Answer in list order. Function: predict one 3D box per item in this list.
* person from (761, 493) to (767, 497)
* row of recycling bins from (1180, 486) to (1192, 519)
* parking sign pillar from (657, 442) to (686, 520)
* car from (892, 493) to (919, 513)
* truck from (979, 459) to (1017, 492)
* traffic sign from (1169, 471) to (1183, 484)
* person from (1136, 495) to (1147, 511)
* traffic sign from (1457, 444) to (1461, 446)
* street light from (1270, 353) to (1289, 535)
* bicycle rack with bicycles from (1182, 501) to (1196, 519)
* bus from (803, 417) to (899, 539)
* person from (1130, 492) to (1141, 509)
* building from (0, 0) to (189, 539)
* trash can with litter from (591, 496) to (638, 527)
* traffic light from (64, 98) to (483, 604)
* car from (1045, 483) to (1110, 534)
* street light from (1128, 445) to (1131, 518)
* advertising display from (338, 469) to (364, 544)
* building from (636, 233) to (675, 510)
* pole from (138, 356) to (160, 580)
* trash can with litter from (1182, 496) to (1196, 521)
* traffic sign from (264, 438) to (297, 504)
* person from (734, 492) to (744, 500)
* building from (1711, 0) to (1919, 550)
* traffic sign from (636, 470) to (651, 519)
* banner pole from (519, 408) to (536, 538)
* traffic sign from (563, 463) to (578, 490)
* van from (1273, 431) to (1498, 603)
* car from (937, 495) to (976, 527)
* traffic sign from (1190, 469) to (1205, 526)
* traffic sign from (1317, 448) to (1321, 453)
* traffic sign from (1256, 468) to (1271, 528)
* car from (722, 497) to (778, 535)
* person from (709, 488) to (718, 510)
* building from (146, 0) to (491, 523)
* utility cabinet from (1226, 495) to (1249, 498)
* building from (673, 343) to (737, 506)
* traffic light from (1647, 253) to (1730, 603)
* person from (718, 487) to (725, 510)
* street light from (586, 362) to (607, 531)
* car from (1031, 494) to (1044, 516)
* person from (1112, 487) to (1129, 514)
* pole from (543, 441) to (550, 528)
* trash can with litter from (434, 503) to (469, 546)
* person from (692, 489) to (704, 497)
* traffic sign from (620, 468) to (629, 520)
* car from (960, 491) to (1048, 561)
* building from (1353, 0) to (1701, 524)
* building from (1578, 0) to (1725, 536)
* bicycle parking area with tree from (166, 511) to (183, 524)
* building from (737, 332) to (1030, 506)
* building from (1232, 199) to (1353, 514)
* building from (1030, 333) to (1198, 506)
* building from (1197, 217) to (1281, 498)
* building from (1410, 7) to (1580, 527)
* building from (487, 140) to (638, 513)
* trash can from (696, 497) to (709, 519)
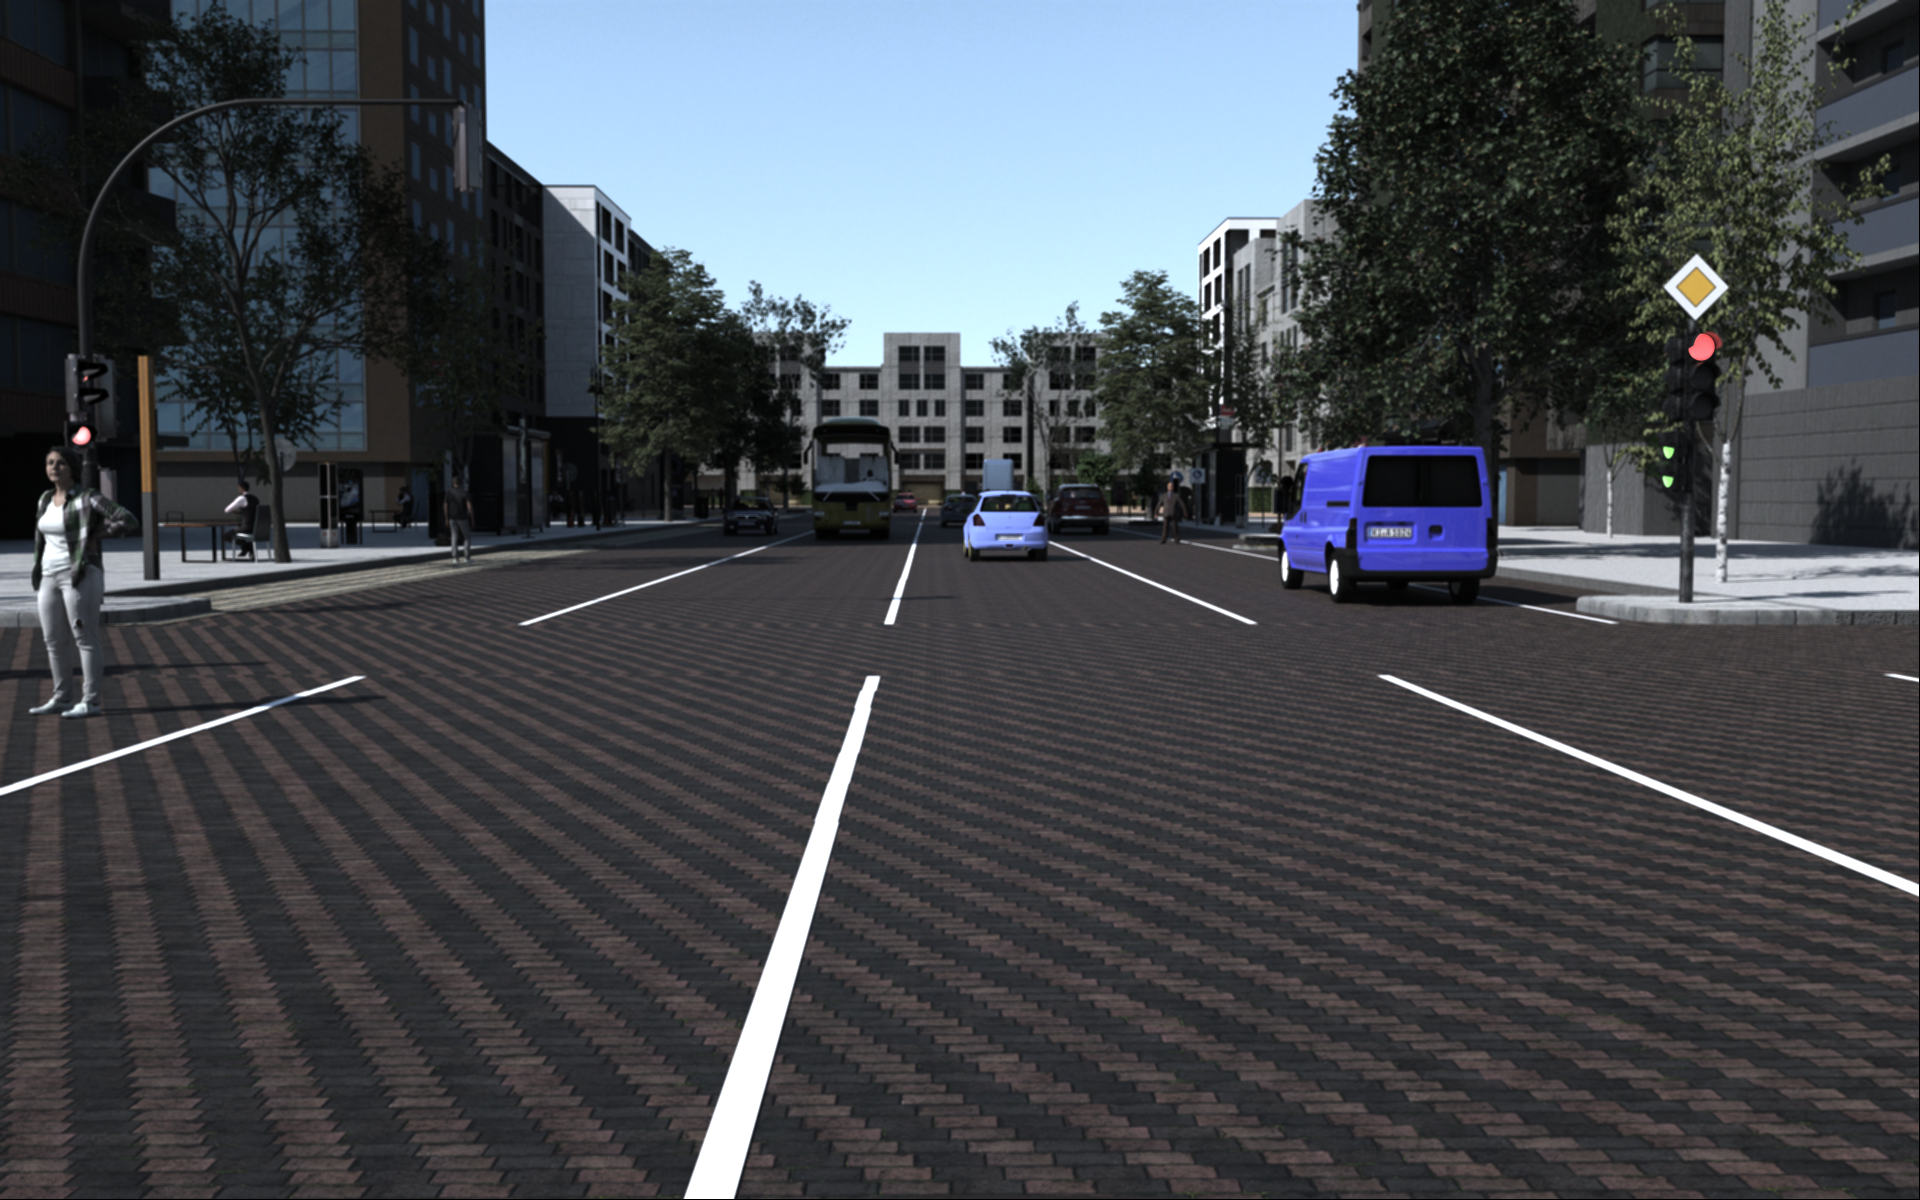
[{"bbox_3d":[-18.074,-9.213,159.898,0.991,1.433,0.599,0,4,2],"label":"person"},{"bbox_3d":[11.634,-5.101,90.508,1.069,1.692,3.534,0,4,5],"label":"row of recycling bins"},{"bbox_3d":[-14.598,-6.067,87.669,1.447,3.967,1.447,2,4,35],"label":"parking sign pillar"},{"bbox_3d":[-4.163,-7.524,132.055,2.155,1.783,4.494,0,4,-1],"label":"car"},{"bbox_3d":[2.923,-8.449,127.894,2.967,4.110,18.799,0,4,0],"label":"truck"},{"bbox_3d":[12.010,-5.879,96.220,0.768,2.556,0.104,0,4,1],"label":"traffic sign"},{"bbox_3d":[14.137,-7.823,133.942,0.705,1.826,1.348,3,5,43],"label":"person"},{"bbox_3d":[12.442,-2.600,42.623,0.768,2.556,0.104,0,4,1],"label":"traffic sign"},{"bbox_3d":[10.069,-4.994,54.444,0.468,5.910,1.993,0,4,-1],"label":"street light"},{"bbox_3d":[11.558,-4.495,86.874,2.925,0.926,2.852,-2,4,-30],"label":"bicycle rack with bicycles"},{"bbox_3d":[-3.617,-4.110,58.749,2.896,3.916,12.252,0,4,-3],"label":"bus"},{"bbox_3d":[14.781,-8.578,146.381,0.705,1.812,1.348,-3,5,-40],"label":"person"},{"bbox_3d":[-34.124,-23.781,43.441,22.147,44.769,28.867,0,4,-1],"label":"building"},{"bbox_3d":[-14.944,-3.886,74.585,1.678,1.210,2.233,-2,4,-28],"label":"trash can with litter"},{"bbox_3d":[-7.956,-2.777,20.073,4.771,5.953,1.251,0,4,-1],"label":"traffic light"},{"bbox_3d":[4.261,-3.327,63.077,2.281,1.827,5.304,0,4,-1],"label":"car"},{"bbox_3d":[9.287,-7.456,94.686,0.468,5.910,1.993,0,4,-1],"label":"street light"},{"bbox_3d":[-15.576,-2.390,44.295,0.974,1.923,0.123,3,4,39],"label":"advertising display"},{"bbox_3d":[-41.772,-18.454,145.702,32.646,21.610,27.936,0,4,-1],"label":"building"},{"bbox_3d":[-12.035,-1.948,25.699,0.158,3.312,0.155,0,3,0],"label":"pole"},{"bbox_3d":[10.861,-4.329,81.841,1.678,1.210,2.233,0,4,-1],"label":"trash can with litter"},{"bbox_3d":[-15.388,-2.392,39.218,0.768,2.556,0.104,0,4,5],"label":"traffic sign"},{"bbox_3d":[-16.267,-7.244,127.667,0.799,1.438,0.628,-2,4,-29],"label":"person"},{"bbox_3d":[35.844,-30.445,39.781,28.212,58.520,21.231,0,4,-1],"label":"building"},{"bbox_3d":[-16.449,-5.495,89.947,0.768,2.556,0.104,0,4,6],"label":"traffic sign"},{"bbox_3d":[-12.697,-3.701,50.527,0.401,3.779,0.863,-2,4,-33],"label":"banner pole"},{"bbox_3d":[-16.056,-4.339,71.048,0.768,2.556,0.104,0,4,4],"label":"traffic sign"},{"bbox_3d":[5.828,-1.223,24.384,2.240,2.365,5.245,0,4,0],"label":"van"},{"bbox_3d":[0.021,-3.918,76.066,2.014,1.417,4.499,0,4,-2],"label":"car"},{"bbox_3d":[9.387,-4.061,68.532,0.606,2.300,0.079,0,4,7],"label":"traffic sign"},{"bbox_3d":[10.027,-2.949,48.215,0.884,2.594,0.081,1,4,8],"label":"traffic sign"},{"bbox_3d":[11.451,-3.869,65.380,0.606,2.300,0.079,0,4,3],"label":"traffic sign"},{"bbox_3d":[-7.373,-2.971,61.162,1.945,1.354,3.894,0,4,-2],"label":"car"},{"bbox_3d":[-20.041,-8.211,141.005,0.721,1.736,1.217,2,4,28],"label":"person"},{"bbox_3d":[-31.079,-26.387,81.537,14.600,45.320,14.200,0,4,-1],"label":"building"},{"bbox_3d":[12.892,-4.248,80.623,1.020,1.237,0.306,1,4,18],"label":"utility cabinet"},{"bbox_3d":[-40.005,-20.238,197.344,31.486,18.905,16.747,0,4,-1],"label":"building"},{"bbox_3d":[8.552,-1.922,20.338,0.839,4.253,0.868,0,4,-1],"label":"traffic light"},{"bbox_3d":[-19.761,-8.418,143.640,0.705,1.831,1.348,2,4,24],"label":"person"},{"bbox_3d":[-12.738,-5.383,60.807,0.468,5.910,1.993,0,4,-1],"label":"street light"},{"bbox_3d":[3.970,-5.581,103.042,2.131,1.459,4.920,0,4,-2],"label":"car"},{"bbox_3d":[10.277,-6.371,110.898,1.217,1.739,0.721,-2,4,-24],"label":"person"},{"bbox_3d":[-15.840,-4.436,66.376,0.158,3.312,0.155,0,3,0],"label":"pole"},{"bbox_3d":[-12.559,-1.923,42.835,0.624,1.170,1.055,0,4,8],"label":"trash can with litter"},{"bbox_3d":[-23.463,-9.078,155.183,1.217,1.735,0.721,1,4,13],"label":"person"},{"bbox_3d":[-16.732,-5.229,85.594,0.768,2.556,0.104,0,4,2],"label":"traffic sign"},{"bbox_3d":[0.972,-1.752,38.238,1.945,1.707,3.694,0,4,-2],"label":"car"},{"bbox_3d":[27.356,-19.377,88.510,14.160,30.474,14.107,0,4,-1],"label":"building"},{"bbox_3d":[27.827,-17.579,59.122,14.160,30.474,14.107,0,4,-1],"label":"building"},{"bbox_3d":[-34.299,-4.824,65.877,8.231,4.147,9.016,-2,4,-29],"label":"bicycle parking area with tree"},{"bbox_3d":[-8.505,-20.271,197.892,31.486,18.905,16.747,0,4,-1],"label":"building"},{"bbox_3d":[28.806,-15.057,112.636,16.747,18.905,31.486,0,4,-1],"label":"building"},{"bbox_3d":[23.733,-20.307,198.472,31.486,18.905,16.747,0,4,-1],"label":"building"},{"bbox_3d":[33.379,-18.389,144.641,27.936,21.610,32.646,0,4,-1],"label":"building"},{"bbox_3d":[28.161,-25.886,73.346,14.600,45.320,14.200,0,4,-1],"label":"building"},{"bbox_3d":[-37.989,-16.421,112.451,27.936,21.610,32.646,0,4,-1],"label":"building"},{"bbox_3d":[-13.329,-4.775,89.720,0.748,1.137,0.748,0,3,0],"label":"trash can"}]
